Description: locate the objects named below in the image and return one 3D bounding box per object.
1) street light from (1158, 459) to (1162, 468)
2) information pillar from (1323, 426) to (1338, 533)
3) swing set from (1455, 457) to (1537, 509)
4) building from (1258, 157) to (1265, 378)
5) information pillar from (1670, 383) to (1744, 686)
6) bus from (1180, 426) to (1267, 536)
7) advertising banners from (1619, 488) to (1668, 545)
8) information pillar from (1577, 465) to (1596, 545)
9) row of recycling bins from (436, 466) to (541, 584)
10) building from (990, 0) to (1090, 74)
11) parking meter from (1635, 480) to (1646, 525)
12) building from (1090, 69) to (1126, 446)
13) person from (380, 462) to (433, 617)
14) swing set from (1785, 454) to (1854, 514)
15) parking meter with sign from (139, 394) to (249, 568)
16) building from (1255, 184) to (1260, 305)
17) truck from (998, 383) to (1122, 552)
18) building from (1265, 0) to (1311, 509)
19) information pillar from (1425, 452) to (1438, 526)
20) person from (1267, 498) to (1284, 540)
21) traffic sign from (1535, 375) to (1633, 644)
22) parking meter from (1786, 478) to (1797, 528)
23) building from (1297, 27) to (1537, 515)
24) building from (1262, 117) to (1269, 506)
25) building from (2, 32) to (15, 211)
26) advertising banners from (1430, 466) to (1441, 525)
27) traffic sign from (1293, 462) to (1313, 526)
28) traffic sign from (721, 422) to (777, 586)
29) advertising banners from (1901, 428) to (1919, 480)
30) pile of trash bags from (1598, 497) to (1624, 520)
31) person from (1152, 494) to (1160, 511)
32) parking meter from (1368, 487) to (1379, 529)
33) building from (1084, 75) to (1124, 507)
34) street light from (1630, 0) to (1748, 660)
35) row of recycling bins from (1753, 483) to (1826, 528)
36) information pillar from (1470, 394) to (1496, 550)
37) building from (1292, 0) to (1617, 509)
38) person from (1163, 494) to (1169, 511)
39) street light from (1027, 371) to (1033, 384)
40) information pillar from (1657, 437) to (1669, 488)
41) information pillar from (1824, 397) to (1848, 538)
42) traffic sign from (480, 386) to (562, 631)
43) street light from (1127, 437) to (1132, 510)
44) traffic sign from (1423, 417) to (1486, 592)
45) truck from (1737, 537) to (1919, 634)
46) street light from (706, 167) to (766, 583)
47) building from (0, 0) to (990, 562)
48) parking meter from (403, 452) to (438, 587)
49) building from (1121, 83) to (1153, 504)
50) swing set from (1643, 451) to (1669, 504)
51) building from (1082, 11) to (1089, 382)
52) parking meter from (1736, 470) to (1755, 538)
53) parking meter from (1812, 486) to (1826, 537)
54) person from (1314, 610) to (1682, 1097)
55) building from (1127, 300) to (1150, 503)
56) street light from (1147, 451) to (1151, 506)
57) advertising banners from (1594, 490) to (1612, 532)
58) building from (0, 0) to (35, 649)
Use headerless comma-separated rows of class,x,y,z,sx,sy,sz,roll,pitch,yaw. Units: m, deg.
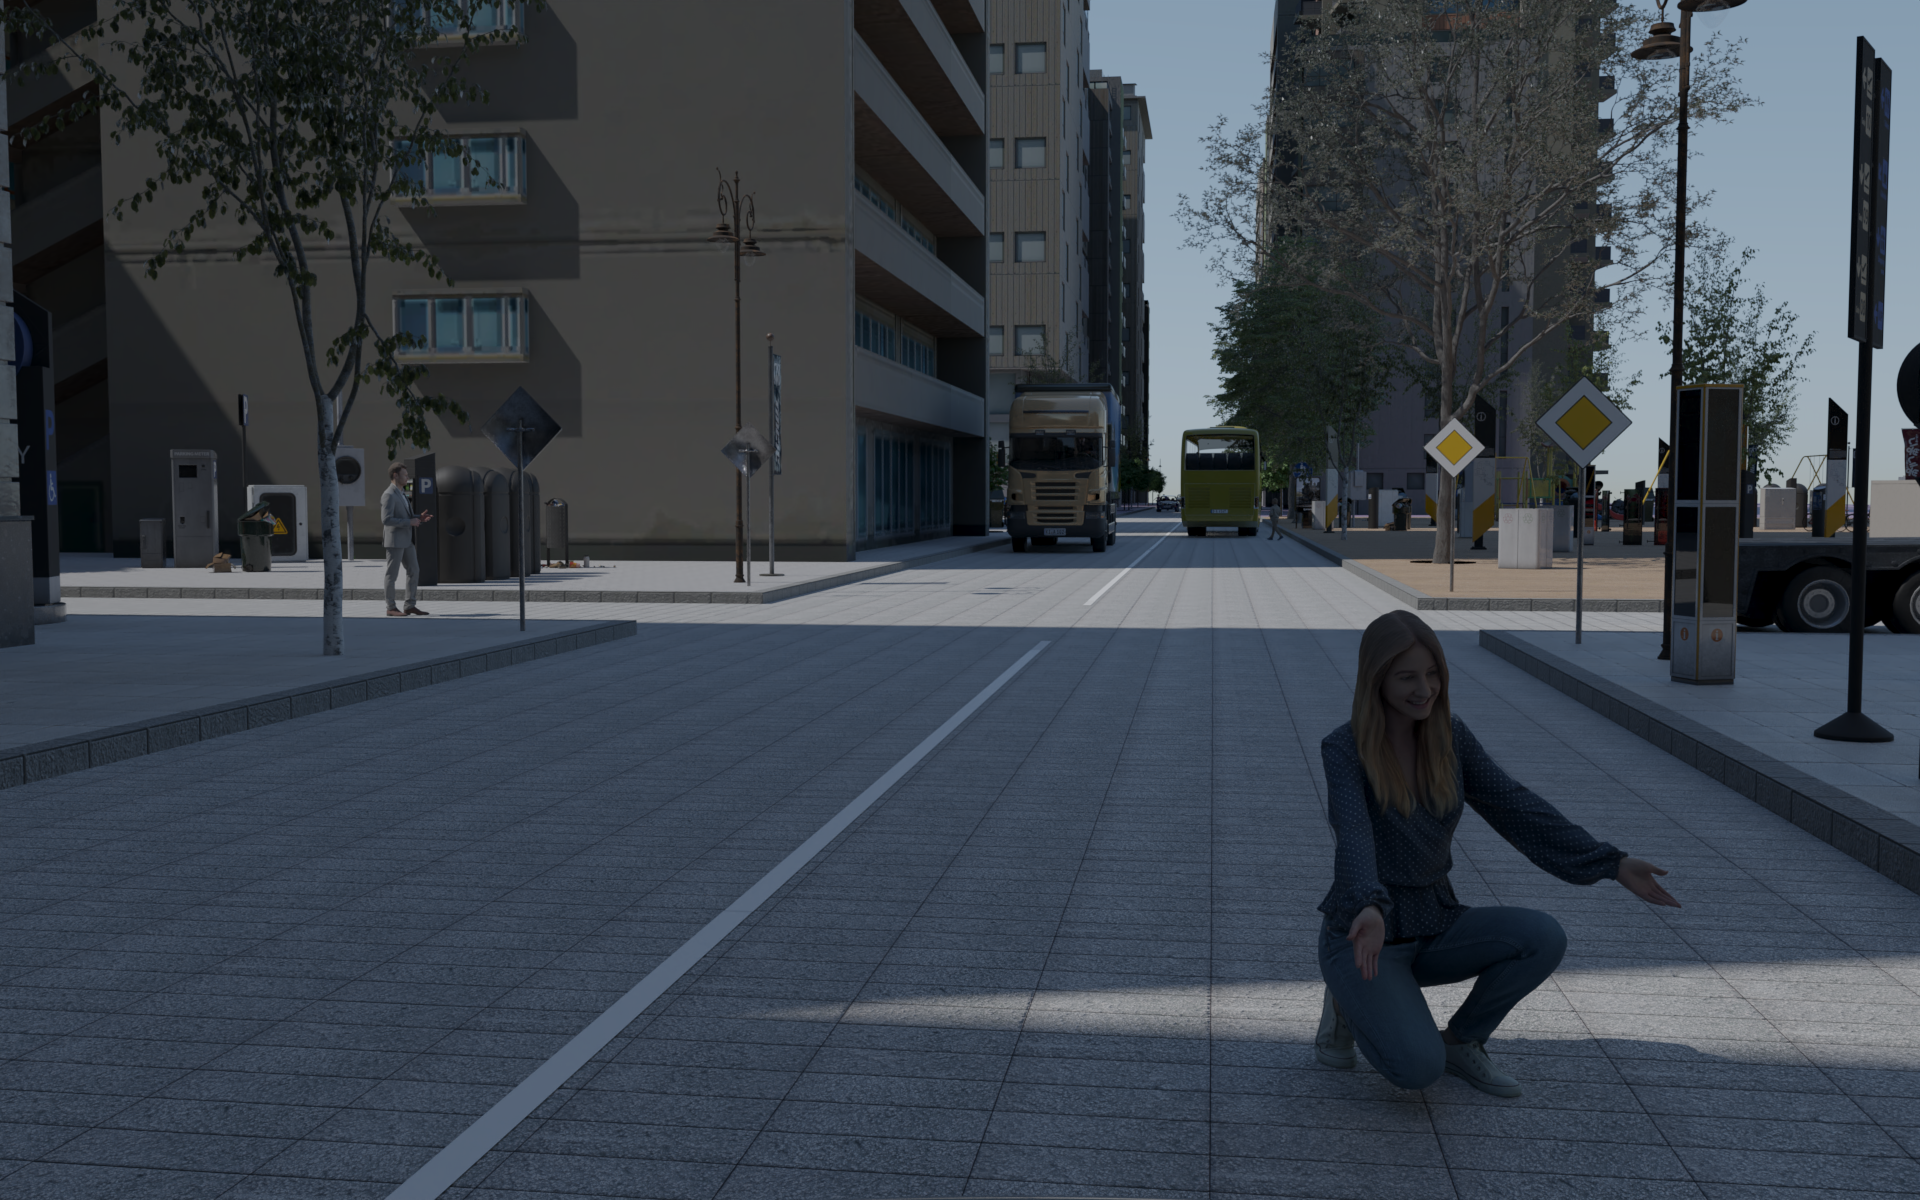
street light,25.900,-15.377,224.207,0.468,5.910,1.993,1,4,8
information pillar,12.225,-4.014,56.980,0.504,3.616,0.183,-2,4,-33
swing set,22.617,-4.608,72.957,3.119,2.851,2.862,0,4,-4
building,45.780,-35.089,223.819,14.600,45.320,14.200,1,4,8
information pillar,5.043,-0.441,11.709,0.304,2.012,0.304,-1,4,-13
bus,9.469,-4.303,61.897,2.896,3.916,12.252,1,4,10
advertising banners,17.587,-2.878,43.247,2.074,3.025,0.090,1,4,11
information pillar,15.698,-2.380,43.398,0.304,2.012,0.304,-1,4,-9
row of recycling bins,-7.207,-1.183,26.462,1.069,1.692,3.534,0,4,3
building,-5.592,-32.129,114.552,28.713,52.752,27.495,1,4,8
parking meter,28.414,-4.080,72.415,0.399,1.863,0.255,3,5,41
building,7.525,-35.472,199.574,23.786,49.044,30.456,1,4,8
person,-6.489,-0.709,20.292,0.583,1.804,0.606,0,4,-2
swing set,34.288,-4.384,69.298,2.862,2.851,3.119,1,4,9
parking meter with sign,-13.318,-2.071,30.118,1.738,3.016,0.543,-1,4,-14
building,52.155,-37.803,241.775,21.300,48.544,21.600,1,4,8
truck,2.884,-3.503,46.196,2.839,4.237,11.283,0,4,7
building,39.091,-32.632,157.232,21.300,48.544,21.600,1,4,8
information pillar,18.895,-4.768,69.307,0.504,3.616,0.183,3,4,38
person,9.750,-2.500,53.647,0.640,1.303,0.475,3,5,39
traffic sign,5.296,-0.681,14.778,0.795,2.450,0.064,1,4,8
parking meter,30.172,-3.498,62.897,0.255,1.863,0.399,0,4,3
building,28.834,-20.818,112.077,14.160,30.474,14.107,1,4,8
building,40.199,-30.915,189.053,14.154,41.232,14.086,1,4,8
building,-39.057,-12.123,43.258,28.899,21.520,27.650,1,4,8
advertising banners,19.907,-4.652,72.245,0.090,3.025,2.074,0,4,3
traffic sign,13.575,-4.189,68.592,0.768,2.556,0.104,1,4,15
traffic sign,-2.939,-1.249,24.069,0.795,2.450,0.064,1,4,8
advertising banners,25.854,-3.016,45.500,2.074,3.025,0.090,2,4,30
pile of trash bags,32.017,-4.738,87.222,3.447,1.369,1.912,1,4,18
person,16.703,-8.229,146.265,0.991,1.433,0.599,-1,4,-15
parking meter,15.268,-3.396,63.941,0.372,1.533,0.369,0,3,0
building,8.148,-29.482,165.627,14.154,41.232,14.086,1,4,8
street light,5.511,-2.476,13.268,0.468,5.910,1.993,1,4,8
row of recycling bins,31.633,-3.627,66.410,3.534,1.692,1.069,2,4,33
information pillar,12.052,-2.967,39.863,0.504,3.616,0.183,0,4,7
building,36.775,-29.211,132.231,22.147,44.769,28.867,1,4,8
person,17.838,-8.429,149.551,0.697,1.427,0.421,0,4,4
street light,2.625,-5.669,65.470,0.468,5.910,1.993,1,4,8
information pillar,28.731,-4.855,70.740,0.504,3.616,0.183,2,4,26
information pillar,21.262,-3.100,42.044,0.504,3.616,0.183,0,4,-4
traffic sign,-4.095,-0.766,16.168,0.795,2.450,0.064,1,4,8
street light,13.750,-10.279,140.847,0.468,5.910,1.993,1,4,8
traffic sign,6.453,-1.164,22.679,0.795,2.450,0.064,1,4,8
truck,16.830,-1.631,16.419,18.799,4.110,2.967,0,4,8
street light,-3.192,-3.189,24.922,0.468,5.910,1.993,1,4,8
building,-11.156,-25.645,42.996,21.300,48.544,21.600,1,4,8
parking meter,-7.521,-1.126,24.129,0.255,1.863,0.399,3,4,37
building,10.450,-39.108,228.653,28.713,52.752,27.495,1,4,8
swing set,24.345,-3.706,58.219,2.862,2.851,3.119,0,4,5
building,0.512,-50.761,142.618,22.319,86.520,31.000,1,4,8
parking meter,18.751,-2.181,41.368,0.399,1.863,0.255,-2,4,-28
parking meter,25.656,-2.648,51.703,0.372,1.533,0.369,0,3,0
person,1.228,0.602,4.163,1.012,1.151,0.738,-1,4,-16
building,19.906,-29.190,248.963,14.160,30.474,14.107,1,4,8
street light,19.929,-12.862,183.075,0.468,5.910,1.993,1,4,8
advertising banners,21.881,-3.885,59.710,0.090,3.025,2.074,-1,4,-11
building,-20.708,-13.020,10.146,25.104,27.353,12.463,1,4,8
